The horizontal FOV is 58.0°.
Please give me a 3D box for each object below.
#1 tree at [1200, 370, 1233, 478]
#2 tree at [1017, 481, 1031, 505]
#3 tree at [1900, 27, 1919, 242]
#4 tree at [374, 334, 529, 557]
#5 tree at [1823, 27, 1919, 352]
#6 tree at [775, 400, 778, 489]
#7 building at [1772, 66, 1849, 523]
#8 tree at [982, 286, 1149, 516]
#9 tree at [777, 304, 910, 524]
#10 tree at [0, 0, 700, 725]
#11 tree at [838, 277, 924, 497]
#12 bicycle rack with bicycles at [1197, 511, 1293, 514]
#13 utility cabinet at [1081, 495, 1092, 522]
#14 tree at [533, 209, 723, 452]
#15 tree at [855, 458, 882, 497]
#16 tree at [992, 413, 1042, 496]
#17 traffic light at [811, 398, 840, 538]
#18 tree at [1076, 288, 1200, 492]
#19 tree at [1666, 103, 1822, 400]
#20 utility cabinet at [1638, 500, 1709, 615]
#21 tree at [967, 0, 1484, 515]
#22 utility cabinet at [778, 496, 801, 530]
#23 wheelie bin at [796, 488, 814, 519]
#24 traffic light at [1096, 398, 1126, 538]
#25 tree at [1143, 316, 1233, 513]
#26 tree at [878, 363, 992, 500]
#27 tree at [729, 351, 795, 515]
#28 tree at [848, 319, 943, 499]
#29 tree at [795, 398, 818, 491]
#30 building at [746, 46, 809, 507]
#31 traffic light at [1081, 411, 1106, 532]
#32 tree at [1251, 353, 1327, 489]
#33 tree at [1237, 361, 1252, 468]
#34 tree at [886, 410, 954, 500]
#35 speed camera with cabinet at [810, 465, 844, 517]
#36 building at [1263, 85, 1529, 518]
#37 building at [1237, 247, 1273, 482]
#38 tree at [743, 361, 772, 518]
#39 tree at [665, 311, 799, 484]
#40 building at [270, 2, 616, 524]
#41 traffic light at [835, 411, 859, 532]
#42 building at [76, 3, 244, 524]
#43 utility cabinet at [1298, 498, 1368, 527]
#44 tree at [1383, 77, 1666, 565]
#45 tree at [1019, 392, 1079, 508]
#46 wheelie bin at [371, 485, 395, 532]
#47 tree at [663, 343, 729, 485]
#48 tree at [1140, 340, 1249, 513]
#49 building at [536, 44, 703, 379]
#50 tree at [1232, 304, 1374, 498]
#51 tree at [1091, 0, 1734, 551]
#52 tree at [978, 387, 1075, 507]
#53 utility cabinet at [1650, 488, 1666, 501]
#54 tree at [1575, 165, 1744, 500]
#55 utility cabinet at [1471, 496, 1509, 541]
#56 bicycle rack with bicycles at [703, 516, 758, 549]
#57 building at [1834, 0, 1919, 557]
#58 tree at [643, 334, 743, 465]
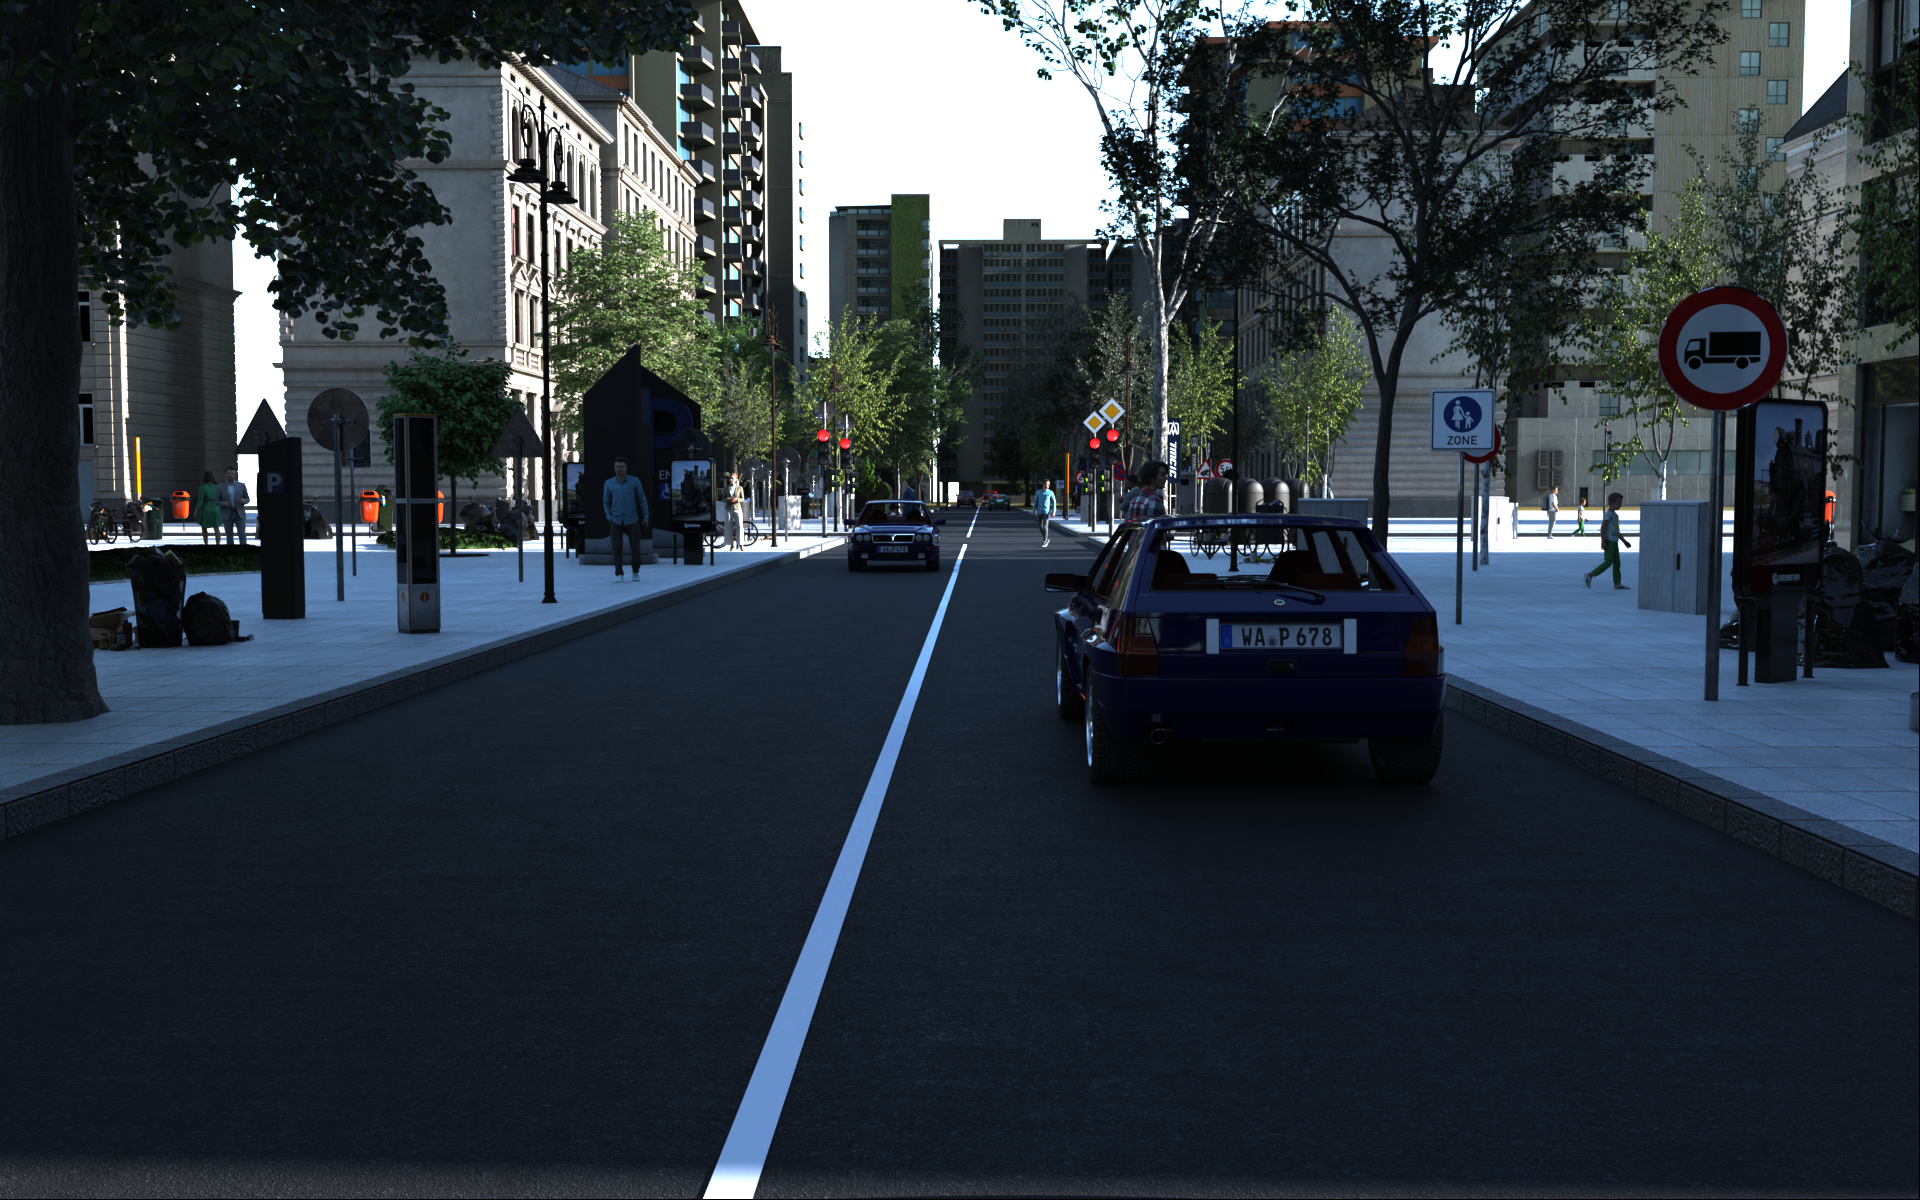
[{"bbox_3d":[11.238,-8.523,89.708,4.360,8.622,3.978,0,3,0],"label":"tree"},{"bbox_3d":[7.505,-13.059,208.117,1.663,3.219,1.824,0,3,0],"label":"tree"},{"bbox_3d":[13.647,-4.361,21.669,4.360,8.622,3.978,0,3,0],"label":"tree"},{"bbox_3d":[-10.475,-3.173,35.595,4.285,4.588,4.351,0,3,0],"label":"tree"},{"bbox_3d":[15.632,-4.696,27.144,4.737,8.622,4.395,0,3,0],"label":"tree"},{"bbox_3d":[-5.397,-7.578,74.262,4.737,8.622,4.395,0,3,0],"label":"tree"},{"bbox_3d":[40.103,-13.832,77.070,40.483,20.767,10.553,0,4,1],"label":"building"},{"bbox_3d":[6.275,-11.675,101.253,12.009,13.543,11.850,0,3,0],"label":"tree"},{"bbox_3d":[-4.218,-7.201,68.105,4.737,8.622,4.395,0,3,0],"label":"tree"},{"bbox_3d":[-5.339,-6.299,9.636,9.857,13.997,8.962,0,3,0],"label":"tree"},{"bbox_3d":[-4.629,-18.217,153.730,12.611,20.169,13.585,0,3,0],"label":"tree"},{"bbox_3d":[5.496,-1.338,35.262,2.852,0.926,2.925,-1,4,-19],"label":"bicycle rack with bicycles"},{"bbox_3d":[5.730,-4.132,78.722,0.306,1.237,1.020,-1,4,-10],"label":"utility cabinet"},{"bbox_3d":[-13.114,-9.228,69.010,7.486,12.596,7.792,0,3,0],"label":"tree"},{"bbox_3d":[-4.471,-5.533,85.067,1.663,3.219,1.824,0,3,0],"label":"tree"},{"bbox_3d":[6.916,-15.637,181.416,9.928,11.665,9.643,0,3,0],"label":"tree"},{"bbox_3d":[-3.950,-3.779,50.704,0.839,4.253,0.868,0,4,1],"label":"traffic light"},{"bbox_3d":[6.028,-6.801,61.560,4.360,8.622,3.978,0,3,0],"label":"tree"},{"bbox_3d":[15.299,-5.031,32.619,4.360,8.622,3.978,0,3,0],"label":"tree"},{"bbox_3d":[7.820,-0.471,18.867,0.306,1.237,1.020,-1,4,-14],"label":"utility cabinet"},{"bbox_3d":[6.163,-11.356,41.560,12.611,20.169,13.585,0,3,0],"label":"tree"},{"bbox_3d":[-6.142,-3.133,62.391,0.306,1.237,1.020,2,4,31],"label":"utility cabinet"},{"bbox_3d":[-7.913,-4.890,87.858,0.980,1.594,0.693,-1,4,-11],"label":"wheelie bin"},{"bbox_3d":[4.410,-3.773,50.605,0.839,4.253,0.868,0,4,1],"label":"traffic light"},{"bbox_3d":[9.655,-7.368,70.829,4.737,8.622,4.395,0,3,0],"label":"tree"},{"bbox_3d":[-3.084,-12.811,135.216,9.928,11.665,9.643,0,3,0],"label":"tree"},{"bbox_3d":[-11.032,-8.389,87.518,4.360,8.622,3.978,0,3,0],"label":"tree"},{"bbox_3d":[-4.404,-11.902,112.730,7.486,12.596,7.792,0,3,0],"label":"tree"},{"bbox_3d":[-11.898,-10.682,125.018,4.360,8.622,3.978,0,3,0],"label":"tree"},{"bbox_3d":[-27.871,-34.365,185.569,21.600,48.544,21.300,0,4,1],"label":"building"},{"bbox_3d":[4.520,-4.261,58.589,0.839,4.253,0.868,0,4,1],"label":"traffic light"},{"bbox_3d":[17.237,-8.514,89.561,4.360,8.622,3.978,0,3,0],"label":"tree"},{"bbox_3d":[15.307,-8.939,96.521,4.360,8.622,3.978,0,3,0],"label":"tree"},{"bbox_3d":[-4.109,-14.226,167.007,7.601,10.594,8.767,-3,5,-39],"label":"tree"},{"bbox_3d":[-7.377,-6.218,95.999,0.660,3.252,2.038,3,5,44],"label":"speed camera with cabinet"},{"bbox_3d":[24.575,-16.673,101.482,11.050,23.489,19.941,0,4,1],"label":"building"},{"bbox_3d":[26.185,-17.540,122.932,11.583,22.565,21.152,0,4,1],"label":"building"},{"bbox_3d":[-11.158,-8.716,92.869,4.737,8.622,4.395,0,3,0],"label":"tree"},{"bbox_3d":[-13.107,-10.628,99.527,9.928,11.665,9.643,0,3,0],"label":"tree"},{"bbox_3d":[-23.925,-15.511,82.489,11.050,23.489,19.941,0,4,1],"label":"building"},{"bbox_3d":[-3.840,-4.267,58.688,0.839,4.253,0.868,0,4,1],"label":"traffic light"},{"bbox_3d":[-47.540,-17.215,78.721,25.104,27.353,12.463,0,4,1],"label":"building"},{"bbox_3d":[5.572,-0.903,25.926,1.020,1.237,0.306,1,4,12],"label":"utility cabinet"},{"bbox_3d":[9.770,-4.946,31.228,4.360,8.622,3.978,0,3,0],"label":"tree"},{"bbox_3d":[6.463,-10.717,125.583,4.737,8.622,4.395,0,3,0],"label":"tree"},{"bbox_3d":[-19.517,-3.094,58.501,0.693,1.594,0.980,-3,5,-41],"label":"wheelie bin"},{"bbox_3d":[-13.513,-8.099,82.777,4.360,8.622,3.978,0,3,0],"label":"tree"},{"bbox_3d":[15.848,-11.782,118.384,9.928,11.665,9.643,0,3,0],"label":"tree"},{"bbox_3d":[-23.684,-18.820,104.973,12.463,27.353,25.104,0,4,1],"label":"building"},{"bbox_3d":[13.499,-7.017,65.087,4.737,8.622,4.395,0,3,0],"label":"tree"},{"bbox_3d":[5.516,-5.414,22.934,8.767,10.594,7.601,1,4,22],"label":"tree"},{"bbox_3d":[6.619,-15.582,171.776,9.611,12.733,9.660,0,3,0],"label":"tree"},{"bbox_3d":[24.690,-3.221,61.337,0.318,1.500,1.173,2,4,33],"label":"utility cabinet"},{"bbox_3d":[16.157,-5.469,39.788,4.737,8.622,4.395,0,3,0],"label":"tree"},{"bbox_3d":[14.463,-2.208,47.260,1.020,1.237,0.306,-1,4,-18],"label":"utility cabinet"},{"bbox_3d":[-6.331,-1.712,41.371,2.925,0.926,2.852,0,4,-4],"label":"bicycle rack with bicycles"},{"bbox_3d":[27.853,-13.103,18.750,19.350,26.468,34.151,0,4,1],"label":"building"},{"bbox_3d":[-12.548,-7.691,76.109,4.737,8.622,4.395,0,3,0],"label":"tree"}]
